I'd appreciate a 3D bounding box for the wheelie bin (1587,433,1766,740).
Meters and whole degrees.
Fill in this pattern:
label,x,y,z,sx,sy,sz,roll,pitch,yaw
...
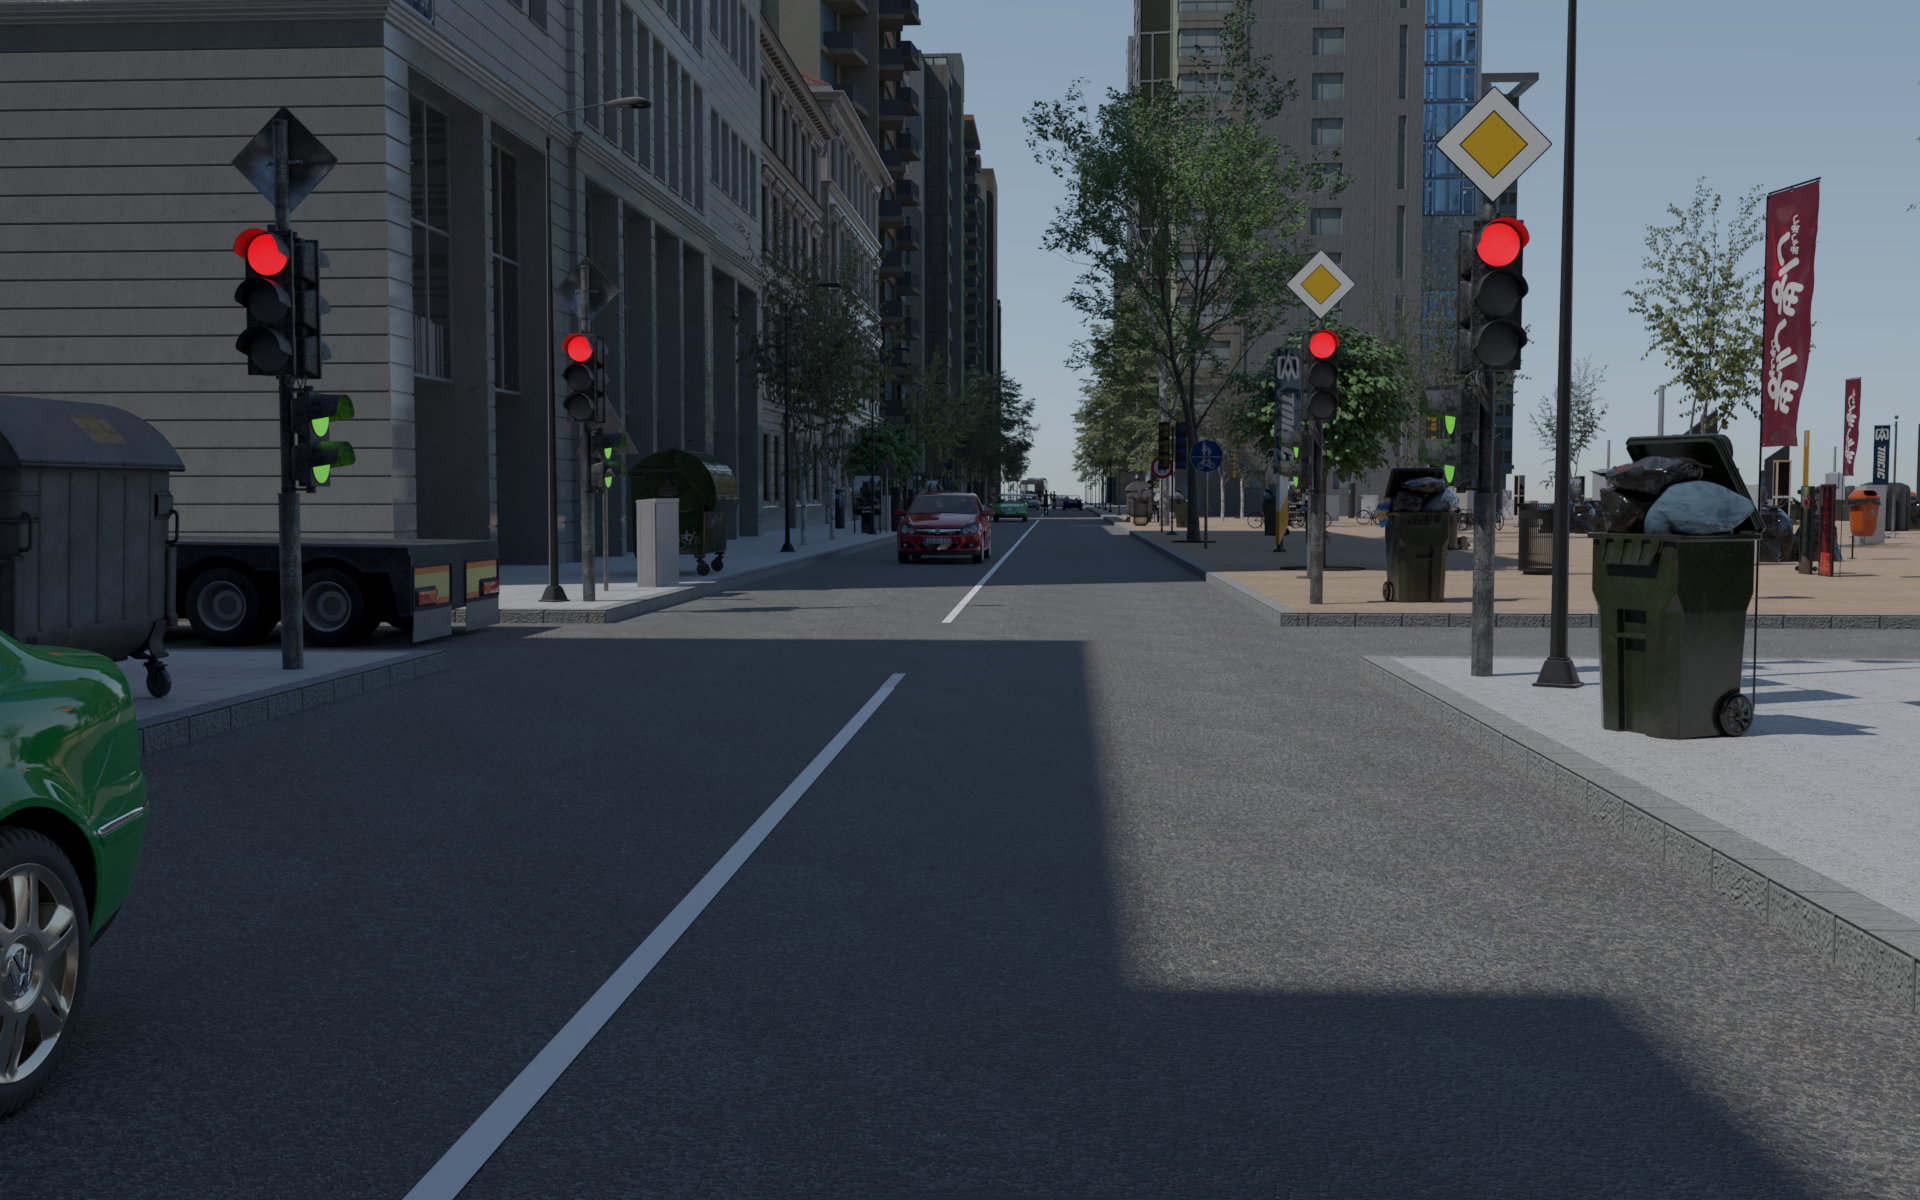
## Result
label,x,y,z,sx,sy,sz,roll,pitch,yaw
wheelie bin,3.822,-0.084,9.274,0.693,1.594,0.980,-2,4,-24

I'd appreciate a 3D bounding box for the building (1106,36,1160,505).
label,x,y,z,sx,sy,sz,roll,pitch,yaw
building,31.560,-56.498,236.414,22.319,86.520,31.000,0,4,3

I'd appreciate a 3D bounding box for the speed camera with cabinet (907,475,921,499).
label,x,y,z,sx,sy,sz,roll,pitch,yaw
speed camera with cabinet,-2.119,-5.813,89.385,0.660,3.252,2.038,1,4,21

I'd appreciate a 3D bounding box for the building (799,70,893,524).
label,x,y,z,sx,sy,sz,roll,pitch,yaw
building,-10.015,-15.133,83.587,11.583,22.565,21.152,0,4,3

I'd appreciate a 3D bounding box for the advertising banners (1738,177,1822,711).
label,x,y,z,sx,sy,sz,roll,pitch,yaw
advertising banners,4.641,-0.885,10.665,0.090,3.025,2.074,0,4,-5

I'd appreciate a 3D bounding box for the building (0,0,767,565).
label,x,y,z,sx,sy,sz,roll,pitch,yaw
building,-12.263,-15.924,37.850,11.434,29.767,29.804,0,4,3

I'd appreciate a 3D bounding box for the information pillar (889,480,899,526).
label,x,y,z,sx,sy,sz,roll,pitch,yaw
information pillar,-2.668,-3.996,69.819,0.304,2.012,0.304,3,4,37

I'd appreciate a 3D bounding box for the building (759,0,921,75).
label,x,y,z,sx,sy,sz,roll,pitch,yaw
building,-14.089,-27.876,110.396,22.147,44.769,28.867,0,4,3

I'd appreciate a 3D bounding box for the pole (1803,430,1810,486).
label,x,y,z,sx,sy,sz,roll,pitch,yaw
pole,27.005,-3.759,55.309,0.158,3.312,0.155,0,3,0

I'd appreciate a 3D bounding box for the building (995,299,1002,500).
label,x,y,z,sx,sy,sz,roll,pitch,yaw
building,-1.331,-29.094,247.390,14.160,30.474,14.107,0,4,3

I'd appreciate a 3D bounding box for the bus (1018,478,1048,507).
label,x,y,z,sx,sy,sz,roll,pitch,yaw
bus,8.259,-12.045,191.800,2.948,3.499,13.247,0,4,5

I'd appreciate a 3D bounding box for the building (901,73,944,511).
label,x,y,z,sx,sy,sz,roll,pitch,yaw
building,-17.151,-27.283,137.950,32.217,40.220,23.993,0,4,3

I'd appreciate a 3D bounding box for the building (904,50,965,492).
label,x,y,z,sx,sy,sz,roll,pitch,yaw
building,-6.998,-28.915,156.360,14.154,41.232,14.086,0,4,3

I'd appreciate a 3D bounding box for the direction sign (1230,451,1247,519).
label,x,y,z,sx,sy,sz,roll,pitch,yaw
direction sign,14.565,-6.033,90.642,0.876,3.537,0.379,1,4,11

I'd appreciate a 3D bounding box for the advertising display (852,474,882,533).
label,x,y,z,sx,sy,sz,roll,pitch,yaw
advertising display,-3.039,-3.152,56.742,0.974,1.923,0.123,0,4,8

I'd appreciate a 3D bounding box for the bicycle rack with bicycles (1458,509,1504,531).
label,x,y,z,sx,sy,sz,roll,pitch,yaw
bicycle rack with bicycles,17.863,-2.897,60.747,2.925,0.926,2.852,-1,4,-22

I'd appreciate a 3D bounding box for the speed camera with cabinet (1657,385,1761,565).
label,x,y,z,sx,sy,sz,roll,pitch,yaw
speed camera with cabinet,13.426,-2.274,31.511,2.038,3.252,0.660,1,4,12

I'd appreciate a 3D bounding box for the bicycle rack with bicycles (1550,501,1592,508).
label,x,y,z,sx,sy,sz,roll,pitch,yaw
bicycle rack with bicycles,30.882,-4.522,87.316,2.852,0.926,2.925,2,4,30

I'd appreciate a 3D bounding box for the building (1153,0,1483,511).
label,x,y,z,sx,sy,sz,roll,pitch,yaw
building,25.699,-49.750,126.081,22.319,86.520,31.000,0,4,3

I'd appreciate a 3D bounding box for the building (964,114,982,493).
label,x,y,z,sx,sy,sz,roll,pitch,yaw
building,-8.951,-33.155,196.707,22.147,44.769,28.867,0,4,3

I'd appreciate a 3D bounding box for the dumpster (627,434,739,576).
label,x,y,z,sx,sy,sz,roll,pitch,yaw
dumpster,-4.480,-1.553,27.884,1.502,2.255,1.985,0,4,3

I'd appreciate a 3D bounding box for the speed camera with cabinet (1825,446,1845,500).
label,x,y,z,sx,sy,sz,roll,pitch,yaw
speed camera with cabinet,36.865,-4.718,71.468,2.038,3.252,0.660,3,4,37

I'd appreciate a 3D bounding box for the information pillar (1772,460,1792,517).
label,x,y,z,sx,sy,sz,roll,pitch,yaw
information pillar,17.907,-2.035,37.765,0.304,2.012,0.304,1,4,12

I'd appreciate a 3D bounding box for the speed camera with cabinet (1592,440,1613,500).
label,x,y,z,sx,sy,sz,roll,pitch,yaw
speed camera with cabinet,24.053,-4.261,64.003,0.660,3.252,2.038,3,5,44

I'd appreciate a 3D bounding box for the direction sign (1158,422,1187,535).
label,x,y,z,sx,sy,sz,roll,pitch,yaw
direction sign,6.656,-3.809,54.281,0.876,3.537,0.379,1,4,11

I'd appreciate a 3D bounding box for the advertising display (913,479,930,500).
label,x,y,z,sx,sy,sz,roll,pitch,yaw
advertising display,-1.751,-4.342,76.210,0.123,1.923,0.974,-3,4,-37

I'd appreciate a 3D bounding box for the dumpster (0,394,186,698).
label,x,y,z,sx,sy,sz,roll,pitch,yaw
dumpster,-5.595,-0.271,10.194,1.264,1.857,1.865,0,4,3

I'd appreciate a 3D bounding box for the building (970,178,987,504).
label,x,y,z,sx,sy,sz,roll,pitch,yaw
building,-3.967,-32.715,218.480,14.154,41.232,14.086,0,4,3

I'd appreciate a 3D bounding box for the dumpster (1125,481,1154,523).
label,x,y,z,sx,sy,sz,roll,pitch,yaw
dumpster,8.121,-4.444,78.411,1.264,1.857,1.865,0,4,3

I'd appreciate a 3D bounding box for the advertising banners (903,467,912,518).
label,x,y,z,sx,sy,sz,roll,pitch,yaw
advertising banners,-2.837,-5.968,93.770,0.090,3.025,2.074,-1,4,-13

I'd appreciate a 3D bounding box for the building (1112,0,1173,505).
label,x,y,z,sx,sy,sz,roll,pitch,yaw
building,28.042,-46.391,196.743,20.563,71.187,20.611,0,4,3

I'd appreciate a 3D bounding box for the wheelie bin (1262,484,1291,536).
label,x,y,z,sx,sy,sz,roll,pitch,yaw
wheelie bin,9.722,-2.785,53.436,0.980,1.594,0.693,-2,4,-33

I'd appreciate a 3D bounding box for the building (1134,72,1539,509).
label,x,y,z,sx,sy,sz,roll,pitch,yaw
building,32.027,-28.302,154.615,32.217,40.220,23.993,0,4,3

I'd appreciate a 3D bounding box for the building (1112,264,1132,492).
label,x,y,z,sx,sy,sz,roll,pitch,yaw
building,26.036,-27.168,215.899,14.160,30.474,14.107,0,4,3

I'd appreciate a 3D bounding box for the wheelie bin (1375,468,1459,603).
label,x,y,z,sx,sy,sz,roll,pitch,yaw
wheelie bin,5.469,-0.778,20.621,0.980,1.594,0.693,0,4,-4

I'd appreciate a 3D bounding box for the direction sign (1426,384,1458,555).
label,x,y,z,sx,sy,sz,roll,pitch,yaw
direction sign,10.053,-2.705,36.227,0.379,3.537,0.876,-2,4,-28

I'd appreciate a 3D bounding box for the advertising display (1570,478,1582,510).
label,x,y,z,sx,sy,sz,roll,pitch,yaw
advertising display,24.069,-3.860,68.325,0.974,1.923,0.123,-1,4,-18

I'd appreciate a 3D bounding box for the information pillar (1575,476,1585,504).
label,x,y,z,sx,sy,sz,roll,pitch,yaw
information pillar,24.745,-3.955,69.157,0.304,2.012,0.304,0,4,-6

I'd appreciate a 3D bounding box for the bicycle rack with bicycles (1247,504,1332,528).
label,x,y,z,sx,sy,sz,roll,pitch,yaw
bicycle rack with bicycles,12.519,-3.158,65.020,2.925,0.926,2.852,2,4,26

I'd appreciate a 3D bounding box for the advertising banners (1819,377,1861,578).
label,x,y,z,sx,sy,sz,roll,pitch,yaw
advertising banners,13.486,-1.879,26.912,0.090,3.025,2.074,0,4,4

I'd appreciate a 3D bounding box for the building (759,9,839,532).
label,x,y,z,sx,sy,sz,roll,pitch,yaw
building,-10.909,-12.165,63.530,10.561,19.102,19.286,0,4,3

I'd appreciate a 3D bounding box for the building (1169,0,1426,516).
label,x,y,z,sx,sy,sz,roll,pitch,yaw
building,19.819,-25.790,105.269,14.154,41.232,14.086,0,4,3

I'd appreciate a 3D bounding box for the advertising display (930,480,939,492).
label,x,y,z,sx,sy,sz,roll,pitch,yaw
advertising display,-1.416,-4.403,77.199,0.974,1.923,0.123,1,4,9

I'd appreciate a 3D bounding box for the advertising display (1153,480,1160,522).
label,x,y,z,sx,sy,sz,roll,pitch,yaw
advertising display,9.207,-4.551,79.629,0.123,1.923,0.974,-2,4,-30

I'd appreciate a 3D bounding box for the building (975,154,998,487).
label,x,y,z,sx,sy,sz,roll,pitch,yaw
building,-2.143,-35.613,232.388,14.600,45.320,14.200,0,4,3

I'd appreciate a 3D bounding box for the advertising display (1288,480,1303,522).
label,x,y,z,sx,sy,sz,roll,pitch,yaw
advertising display,15.479,-4.616,80.685,0.974,1.923,0.123,1,4,22

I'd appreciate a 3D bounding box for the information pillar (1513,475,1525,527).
label,x,y,z,sx,sy,sz,roll,pitch,yaw
information pillar,21.521,-3.802,66.658,0.304,2.012,0.304,-1,4,-20

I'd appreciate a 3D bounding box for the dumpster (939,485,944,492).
label,x,y,z,sx,sy,sz,roll,pitch,yaw
dumpster,-1.421,-4.595,80.893,1.264,1.857,1.865,0,4,3

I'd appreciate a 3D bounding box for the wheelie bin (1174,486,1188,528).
label,x,y,z,sx,sy,sz,roll,pitch,yaw
wheelie bin,8.571,-3.558,66.088,0.980,1.594,0.693,-2,4,-35

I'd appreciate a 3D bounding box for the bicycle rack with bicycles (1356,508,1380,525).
label,x,y,z,sx,sy,sz,roll,pitch,yaw
bicycle rack with bicycles,17.843,-3.557,71.543,2.925,0.926,2.852,1,4,20
